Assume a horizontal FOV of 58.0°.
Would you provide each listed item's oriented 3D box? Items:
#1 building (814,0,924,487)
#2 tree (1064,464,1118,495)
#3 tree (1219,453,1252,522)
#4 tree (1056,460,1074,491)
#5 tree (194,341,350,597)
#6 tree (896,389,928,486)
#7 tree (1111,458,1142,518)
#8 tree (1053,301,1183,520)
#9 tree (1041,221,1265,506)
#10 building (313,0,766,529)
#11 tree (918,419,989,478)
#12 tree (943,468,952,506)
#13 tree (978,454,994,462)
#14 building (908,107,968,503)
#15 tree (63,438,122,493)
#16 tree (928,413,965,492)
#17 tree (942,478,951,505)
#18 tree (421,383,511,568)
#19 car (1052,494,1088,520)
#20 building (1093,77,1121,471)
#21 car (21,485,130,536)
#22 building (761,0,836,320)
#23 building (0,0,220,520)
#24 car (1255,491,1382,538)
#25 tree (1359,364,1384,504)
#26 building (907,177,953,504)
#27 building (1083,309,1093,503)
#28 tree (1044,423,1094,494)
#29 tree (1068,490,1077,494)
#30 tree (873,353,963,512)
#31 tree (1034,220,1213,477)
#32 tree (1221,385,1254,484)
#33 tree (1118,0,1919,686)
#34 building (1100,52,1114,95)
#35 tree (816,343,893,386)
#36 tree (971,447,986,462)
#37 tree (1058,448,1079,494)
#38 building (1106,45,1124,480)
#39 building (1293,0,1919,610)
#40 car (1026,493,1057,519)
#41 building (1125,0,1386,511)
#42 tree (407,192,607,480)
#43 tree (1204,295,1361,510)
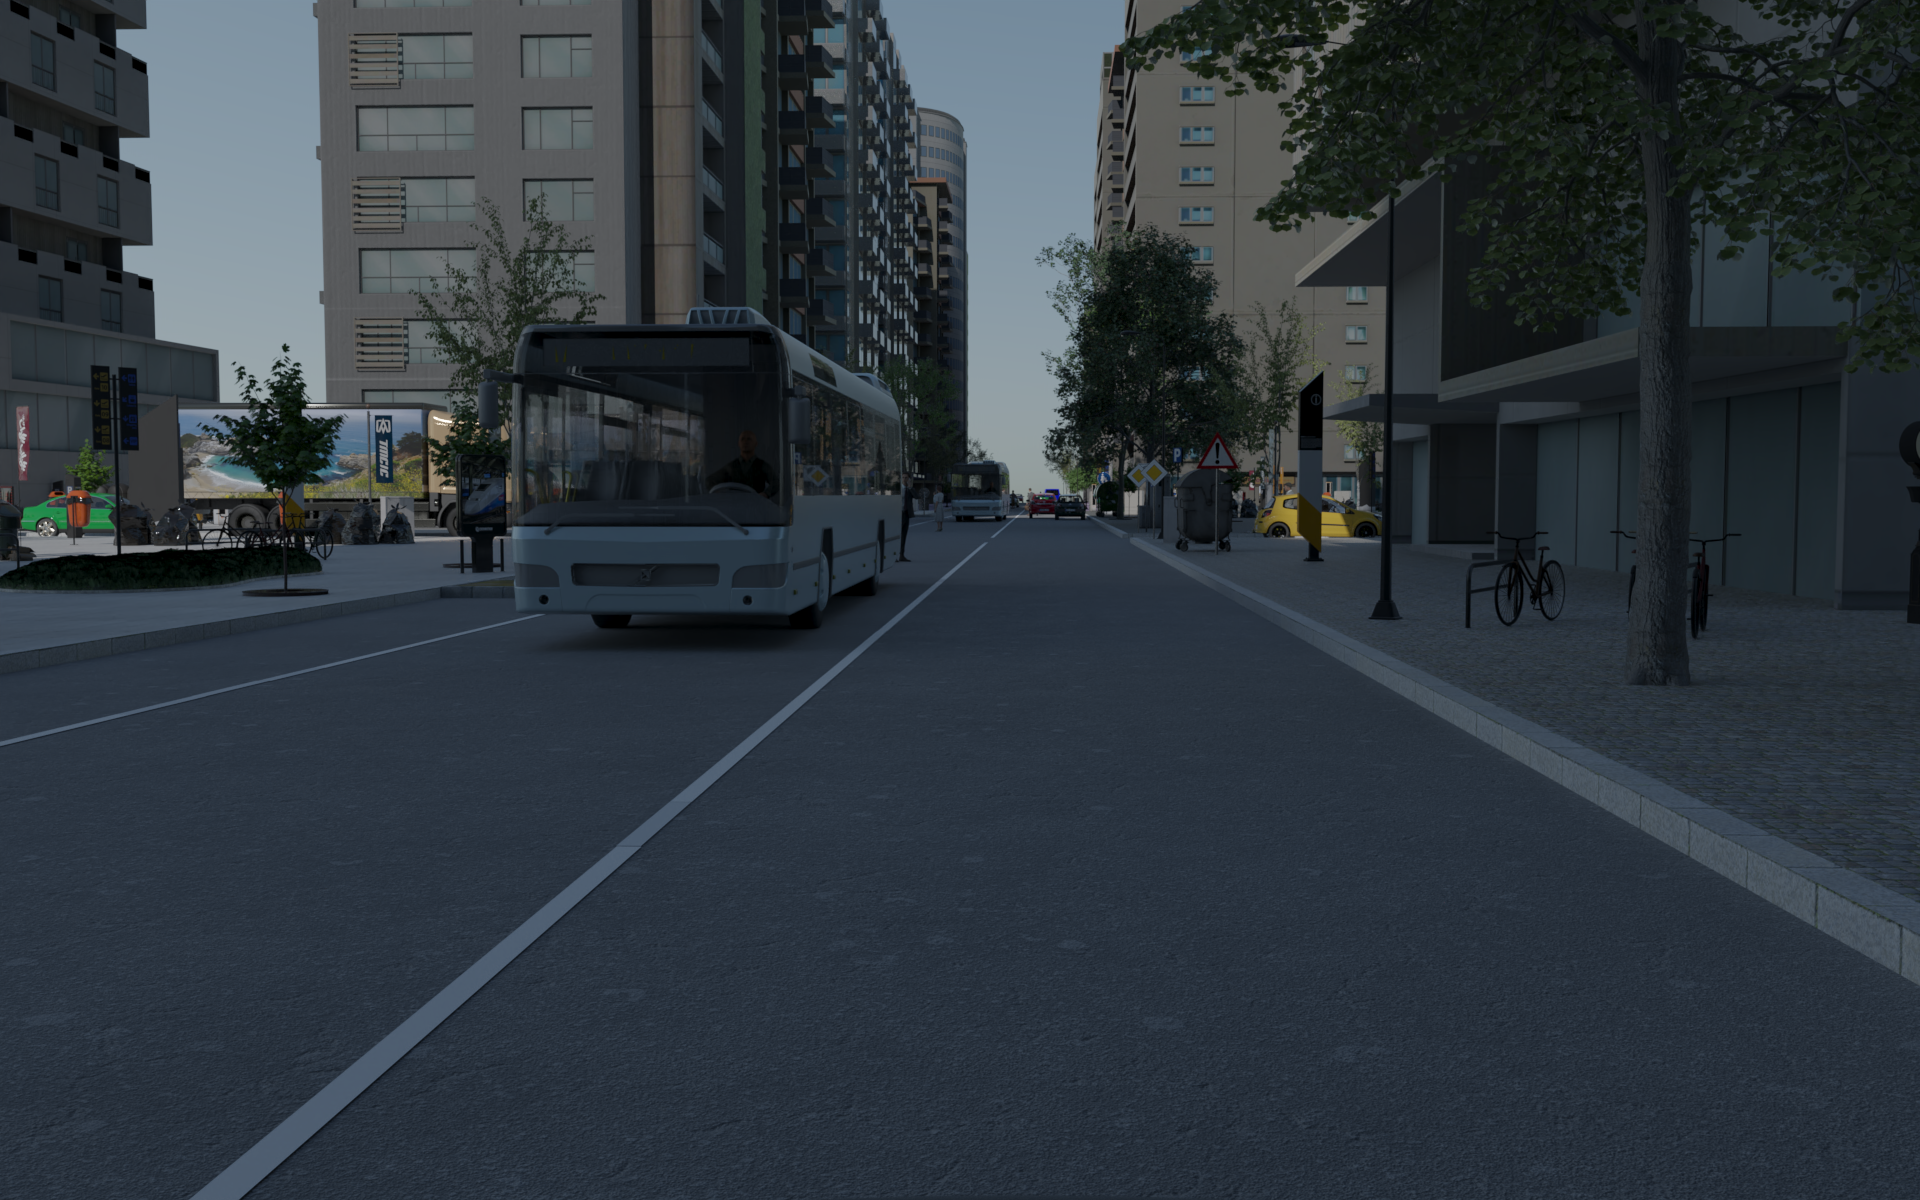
[{"bbox_3d":[-16.084,-34.239,179.420,23.786,49.044,30.456,0,4,3],"label":"building"},{"bbox_3d":[11.101,-9.408,137.535,4.285,4.588,4.351,0,3,0],"label":"tree"},{"bbox_3d":[12.552,-5.243,80.324,1.663,3.219,1.824,0,3,0],"label":"tree"},{"bbox_3d":[17.366,-20.287,282.052,4.360,8.622,3.978,0,3,0],"label":"tree"},{"bbox_3d":[-8.484,-1.674,21.966,1.663,3.219,1.824,0,3,0],"label":"tree"},{"bbox_3d":[-4.698,-10.044,114.583,4.360,8.622,3.978,0,3,0],"label":"tree"},{"bbox_3d":[9.050,-6.002,92.741,1.663,3.219,1.824,0,3,0],"label":"tree"},{"bbox_3d":[8.151,-9.830,86.469,9.928,11.665,9.643,0,3,0],"label":"tree"},{"bbox_3d":[8.157,-9.548,73.118,9.611,12.733,9.660,0,3,0],"label":"tree"},{"bbox_3d":[-15.754,-23.516,68.087,14.154,41.232,14.086,0,4,3],"label":"building"},{"bbox_3d":[-0.583,-16.489,204.011,8.767,10.594,7.601,0,4,-8],"label":"tree"},{"bbox_3d":[-0.323,-12.654,190.598,4.285,4.588,4.351,0,3,0],"label":"tree"},{"bbox_3d":[4.326,-20.868,291.557,4.737,8.622,4.395,0,3,0],"label":"tree"},{"bbox_3d":[-10.065,-44.035,261.977,21.231,58.520,28.212,0,4,3],"label":"building"},{"bbox_3d":[-30.332,-4.009,60.155,1.663,3.219,1.824,0,3,0],"label":"tree"},{"bbox_3d":[-1.961,-12.359,152.428,4.360,8.622,3.978,0,3,0],"label":"tree"},{"bbox_3d":[-1.322,-11.353,180.220,1.663,3.219,1.824,0,3,0],"label":"tree"},{"bbox_3d":[-8.700,-2.191,30.426,1.663,3.219,1.824,0,3,0],"label":"tree"},{"bbox_3d":[6.129,-5.302,96.474,2.009,1.686,4.222,0,4,3],"label":"car"},{"bbox_3d":[26.175,-34.836,193.270,21.300,48.544,21.600,0,4,3],"label":"building"},{"bbox_3d":[-27.411,-2.849,55.373,4.718,1.807,1.959,0,4,2],"label":"car"},{"bbox_3d":[-19.046,-27.219,99.660,22.147,44.769,28.867,0,4,3],"label":"building"},{"bbox_3d":[-52.331,-29.671,74.354,27.495,52.752,28.713,0,4,3],"label":"building"},{"bbox_3d":[10.954,-2.582,52.439,3.980,1.641,2.015,0,4,3],"label":"car"},{"bbox_3d":[22.281,-8.893,95.757,4.737,8.622,4.395,0,3,0],"label":"tree"},{"bbox_3d":[-12.324,-35.435,233.986,22.147,44.769,28.867,0,4,3],"label":"building"},{"bbox_3d":[25.730,-30.076,263.447,14.160,30.474,14.107,0,4,3],"label":"building"},{"bbox_3d":[13.987,-17.206,215.733,8.767,10.594,7.601,2,4,29],"label":"tree"},{"bbox_3d":[16.971,-16.048,256.992,1.663,3.219,1.824,0,3,0],"label":"tree"},{"bbox_3d":[-3.752,-12.285,126.619,9.928,11.665,9.643,0,3,0],"label":"tree"},{"bbox_3d":[11.276,-16.002,117.518,12.611,20.169,13.585,0,3,0],"label":"tree"},{"bbox_3d":[16.143,-9.486,105.463,4.360,8.622,3.978,0,3,0],"label":"tree"},{"bbox_3d":[4.540,-5.729,11.791,7.486,12.596,7.792,0,3,0],"label":"tree"},{"bbox_3d":[30.759,-51.461,279.635,20.563,71.187,20.611,0,4,3],"label":"building"},{"bbox_3d":[-5.886,-8.142,83.477,4.737,8.622,4.395,0,3,0],"label":"tree"},{"bbox_3d":[2.491,-18.928,259.833,4.360,8.622,3.978,0,3,0],"label":"tree"},{"bbox_3d":[15.649,-18.107,246.406,4.737,8.622,4.395,0,3,0],"label":"tree"},{"bbox_3d":[25.457,-31.412,168.203,22.147,44.769,28.867,0,4,3],"label":"building"},{"bbox_3d":[21.450,-27.000,30.685,28.713,52.752,27.495,0,4,3],"label":"building"},{"bbox_3d":[4.985,-5.738,102.851,2.155,1.783,4.494,0,4,2],"label":"car"},{"bbox_3d":[24.568,-31.699,141.982,21.300,48.544,21.600,0,4,3],"label":"building"},{"bbox_3d":[-10.711,-5.582,41.624,4.737,8.622,4.395,0,3,0],"label":"tree"},{"bbox_3d":[11.474,-6.943,63.887,4.737,8.622,4.395,0,3,0],"label":"tree"}]
